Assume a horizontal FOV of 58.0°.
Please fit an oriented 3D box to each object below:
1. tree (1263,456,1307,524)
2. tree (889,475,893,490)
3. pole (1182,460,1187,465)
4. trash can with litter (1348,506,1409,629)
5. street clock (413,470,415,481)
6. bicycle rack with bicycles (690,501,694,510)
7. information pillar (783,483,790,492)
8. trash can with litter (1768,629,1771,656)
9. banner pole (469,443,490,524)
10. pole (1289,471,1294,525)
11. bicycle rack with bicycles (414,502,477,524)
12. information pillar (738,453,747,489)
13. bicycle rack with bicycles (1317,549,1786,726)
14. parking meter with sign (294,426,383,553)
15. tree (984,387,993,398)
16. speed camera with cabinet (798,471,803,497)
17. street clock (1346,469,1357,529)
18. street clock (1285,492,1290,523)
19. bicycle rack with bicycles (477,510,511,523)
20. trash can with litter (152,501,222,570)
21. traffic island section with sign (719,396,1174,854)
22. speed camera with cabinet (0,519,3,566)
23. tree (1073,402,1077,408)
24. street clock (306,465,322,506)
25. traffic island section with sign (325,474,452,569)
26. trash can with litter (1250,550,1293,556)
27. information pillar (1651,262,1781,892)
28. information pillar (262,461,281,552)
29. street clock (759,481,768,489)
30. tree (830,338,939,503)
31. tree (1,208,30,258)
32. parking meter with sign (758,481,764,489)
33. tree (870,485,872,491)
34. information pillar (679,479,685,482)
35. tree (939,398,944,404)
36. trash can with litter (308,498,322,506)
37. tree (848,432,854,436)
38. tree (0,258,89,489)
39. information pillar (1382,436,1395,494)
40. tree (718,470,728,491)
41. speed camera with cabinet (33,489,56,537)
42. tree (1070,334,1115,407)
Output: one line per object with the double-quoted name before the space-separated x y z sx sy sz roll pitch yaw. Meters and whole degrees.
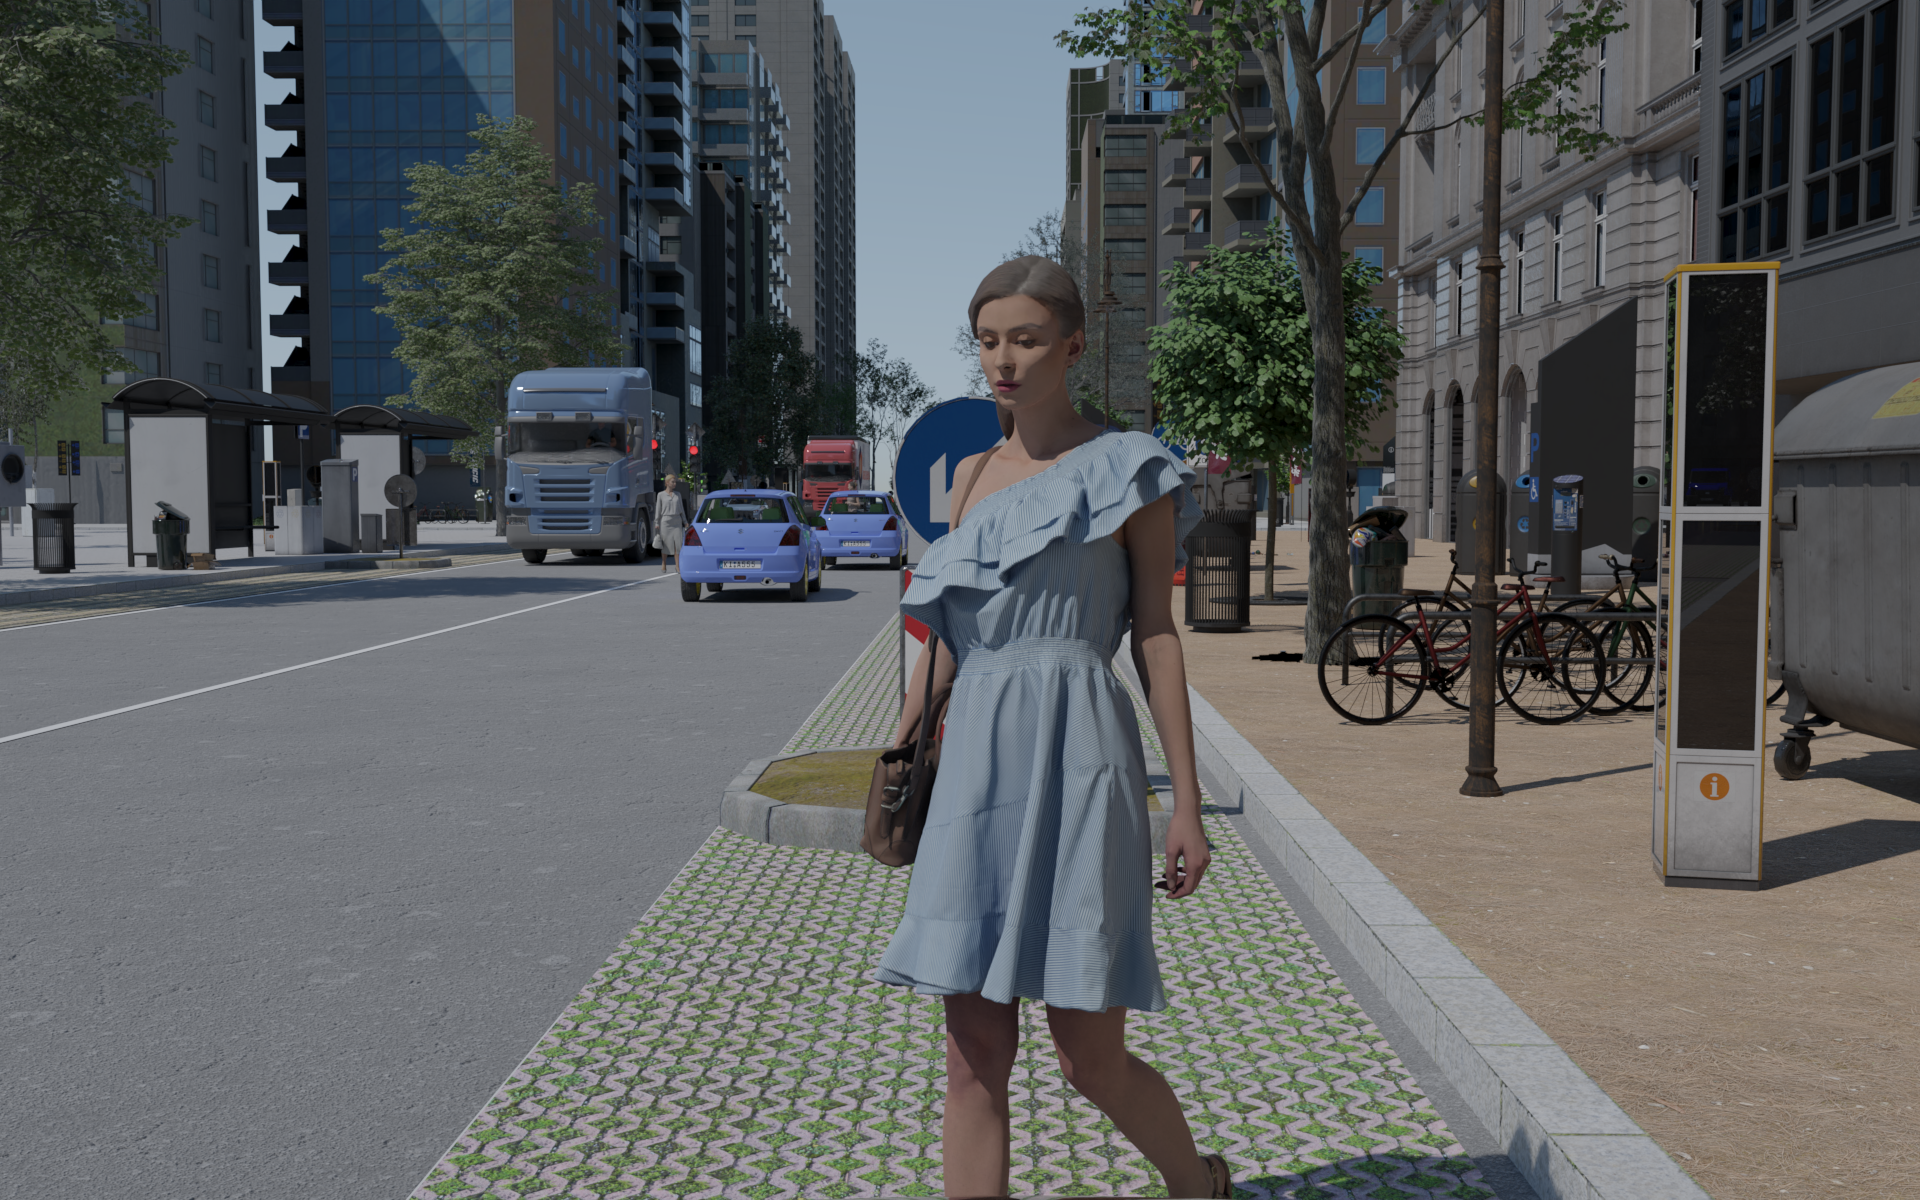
"tree" 13.626 -4.841 73.748 1.663 3.219 1.824 0 3 0
"tree" -9.062 -16.849 259.188 4.285 4.588 4.351 0 3 0
"pole" 7.048 -3.710 54.497 0.158 3.312 0.155 0 3 0
"trash can with litter" 3.881 -0.324 16.677 0.624 1.170 1.055 -1 4 -10
"street clock" -14.422 -2.478 45.080 0.471 2.002 0.358 -1 4 -11
"bicycle rack with bicycles" -13.267 -4.543 87.663 2.925 0.926 2.852 -1 4 -12
"information pillar" -11.523 -6.764 115.083 0.304 2.012 0.304 3 5 40
"trash can with litter" 7.077 -0.174 13.908 1.678 1.210 2.233 -1 4 -14
"banner pole" -20.609 -5.149 74.209 0.863 3.779 0.401 0 4 -1
"pole" 13.665 -4.735 71.258 0.158 3.312 0.155 0 3 0
"bicycle rack with bicycles" -22.266 -3.794 75.406 2.925 0.926 2.852 3 4 36
"information pillar" -12.476 -6.607 99.384 0.504 3.616 0.183 -1 4 -11
"bicycle rack with bicycles" 3.538 0.176 10.502 2.925 0.926 2.852 0 4 6
"parking meter with sign" -13.442 -2.526 37.556 1.738 3.016 0.543 0 4 3
"tree" 6.243 -15.291 156.661 9.857 13.997 8.962 0 3 0
"speed camera with cabinet" -12.653 -8.480 132.976 2.038 3.252 0.660 -2 4 -32
"street clock" 11.444 -2.831 50.864 0.358 2.002 0.471 -1 4 -10
"street clock" 14.523 -4.410 76.666 0.471 2.002 0.358 1 4 19
"bicycle rack with bicycles" -13.400 -2.521 54.606 2.852 0.926 2.925 0 4 -4
"trash can with litter" -13.089 -1.098 29.333 1.055 1.170 0.624 0 4 -6
"traffic island section with sign" -0.031 0.050 7.807 1.989 1.847 2.006 0 4 1
"speed camera with cabinet" -17.140 -2.182 30.006 0.660 3.252 2.038 1 4 10
"tree" 4.107 -8.214 84.665 4.360 8.622 3.978 0 3 0
"street clock" -15.996 -2.357 43.109 0.471 2.002 0.358 -1 4 -14
"traffic island section with sign" -11.060 -1.539 33.795 1.989 1.847 2.006 0 4 1
"trash can with litter" 5.860 -1.552 36.439 2.233 1.210 1.678 1 4 19
"information pillar" 2.475 -0.074 5.698 0.304 2.012 0.304 1 4 14
"information pillar" -15.365 -2.093 38.712 0.304 2.012 0.304 0 4 -4
"street clock" -11.316 -5.815 99.642 0.471 2.002 0.358 1 4 15
"tree" -9.517 -21.520 207.739 12.611 20.169 13.585 0 3 0
"tree" -22.871 -5.481 39.981 4.360 8.622 3.978 0 3 0
"parking meter with sign" -15.330 -8.425 134.002 0.543 3.016 1.738 -1 4 -14
"tree" -10.139 -11.647 185.032 1.663 3.219 1.824 0 3 0
"information pillar" -15.261 -5.518 94.703 0.304 2.012 0.304 2 4 26
"tree" -7.740 -23.335 237.411 12.611 20.169 13.585 0 3 0
"trash can with litter" -17.325 -2.185 47.114 0.624 1.170 1.055 -3 4 -38
"tree" -11.263 -13.847 176.758 4.360 8.622 3.978 0 3 0
"tree" -30.641 -6.501 56.660 4.360 8.622 3.978 0 3 0
"information pillar" 17.338 -4.809 69.980 0.504 3.616 0.183 2 4 26
"tree" -19.234 -8.854 139.365 1.663 3.219 1.824 0 3 0
"speed camera with cabinet" -27.978 -3.531 52.060 2.038 3.252 0.660 3 4 38
"tree" 5.514 -11.238 101.870 7.486 12.596 7.792 0 3 0
